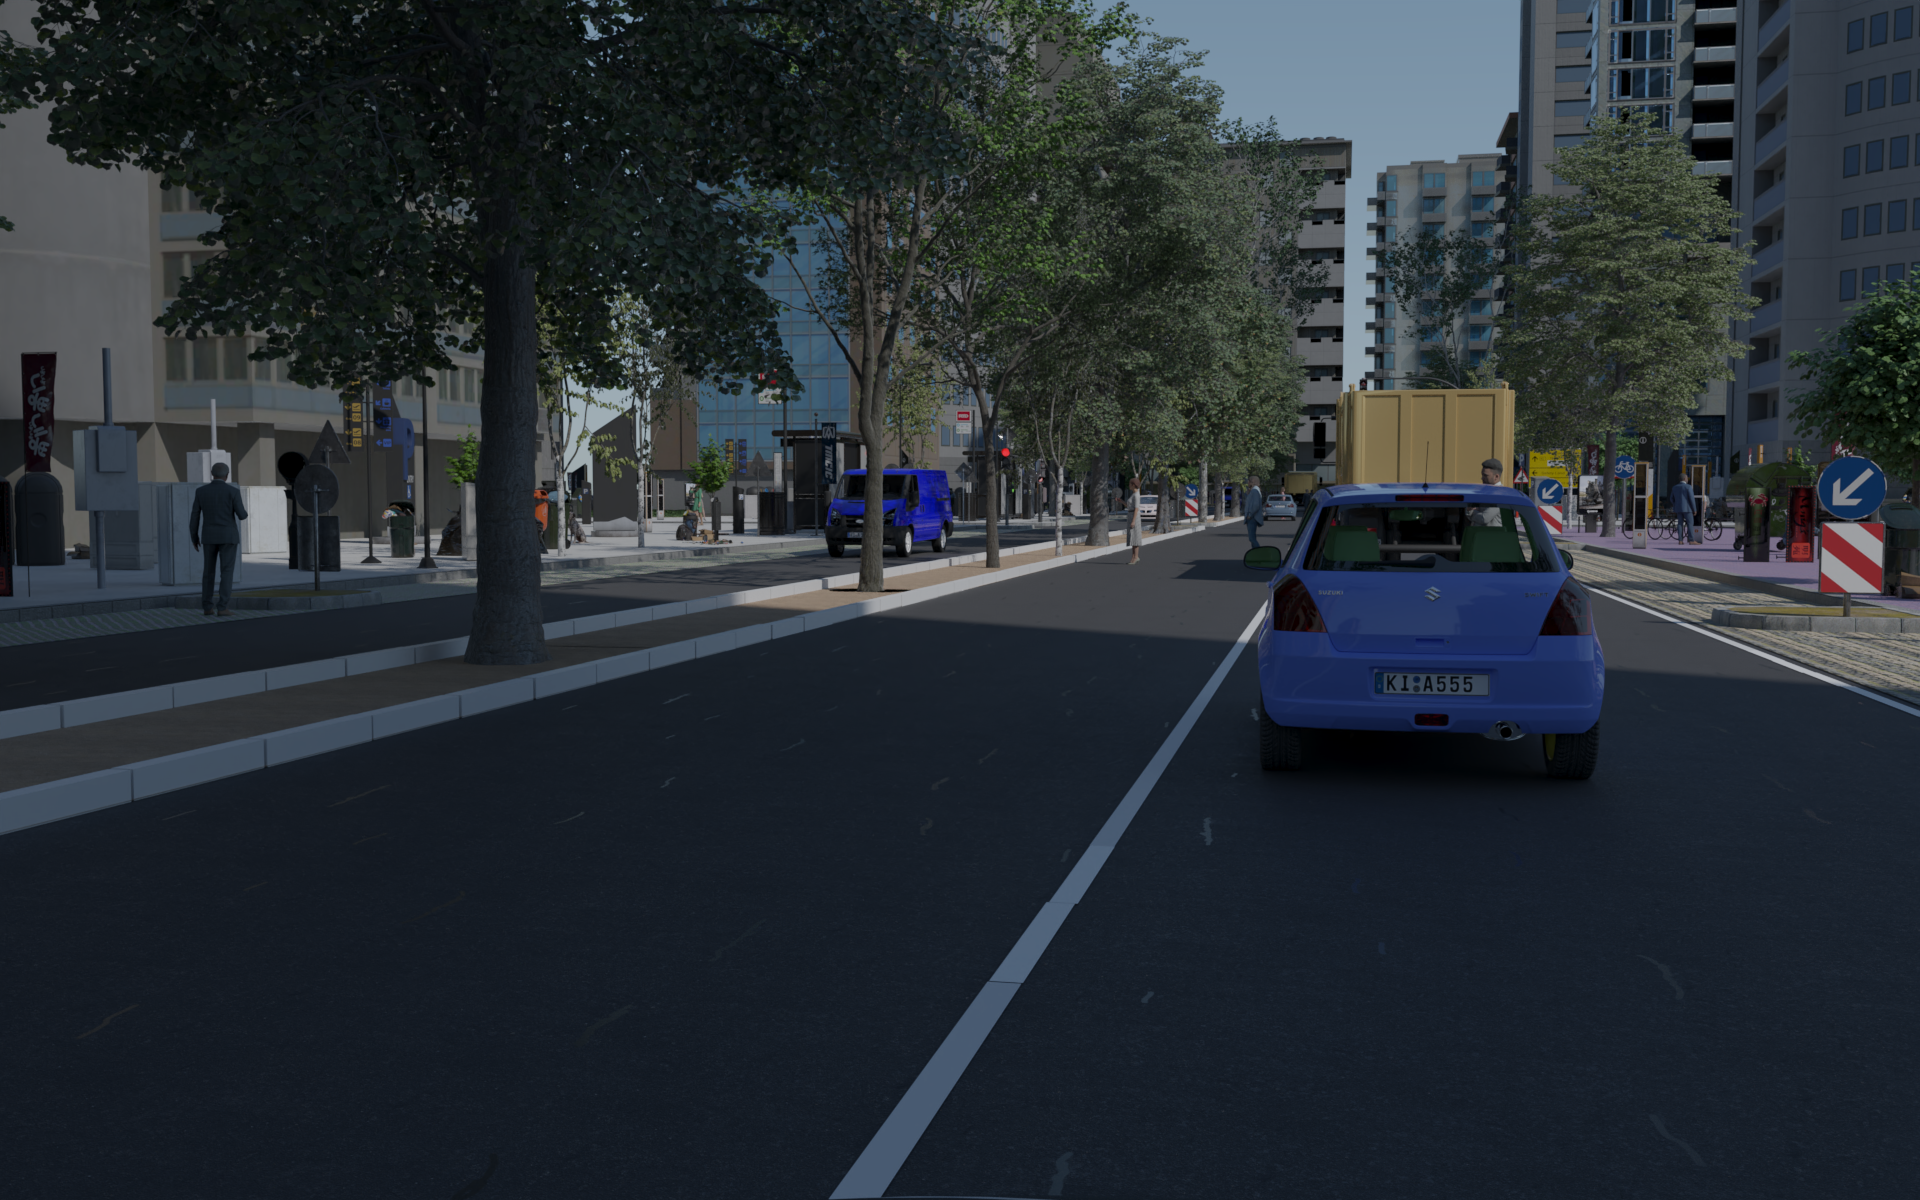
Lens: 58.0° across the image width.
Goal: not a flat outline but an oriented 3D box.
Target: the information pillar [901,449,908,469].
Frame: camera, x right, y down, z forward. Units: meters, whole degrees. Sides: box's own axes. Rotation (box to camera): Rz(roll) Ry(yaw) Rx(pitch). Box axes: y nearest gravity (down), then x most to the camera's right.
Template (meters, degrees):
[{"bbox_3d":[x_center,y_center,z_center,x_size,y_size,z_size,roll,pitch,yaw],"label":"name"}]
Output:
[{"bbox_3d":[-2.906,-6.081,90.785,0.183,3.616,0.504,3,5,45],"label":"information pillar"}]

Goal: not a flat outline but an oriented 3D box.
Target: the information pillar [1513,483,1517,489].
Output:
[{"bbox_3d":[31.598,-5.775,98.921,0.304,2.012,0.304,-2,4,-32],"label":"information pillar"}]

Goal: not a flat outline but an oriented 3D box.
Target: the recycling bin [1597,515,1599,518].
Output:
[{"bbox_3d":[34.548,-4.908,92.806,0.722,1.027,0.722,2,4,32],"label":"recycling bin"}]

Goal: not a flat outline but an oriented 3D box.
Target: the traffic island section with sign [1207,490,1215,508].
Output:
[{"bbox_3d":[26.011,-10.369,178.156,1.989,1.847,2.006,1,4,12],"label":"traffic island section with sign"}]

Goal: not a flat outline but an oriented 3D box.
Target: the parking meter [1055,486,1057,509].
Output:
[{"bbox_3d":[6.118,-6.564,113.030,0.255,1.863,0.399,3,5,45],"label":"parking meter"}]

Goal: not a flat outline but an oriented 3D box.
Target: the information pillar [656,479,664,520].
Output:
[{"bbox_3d":[-14.840,-4.969,85.741,0.304,2.012,0.304,-1,4,-23],"label":"information pillar"}]

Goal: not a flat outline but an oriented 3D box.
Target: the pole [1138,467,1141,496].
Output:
[{"bbox_3d":[13.741,-8.476,132.423,0.158,3.312,0.155,0,3,0],"label":"pole"}]

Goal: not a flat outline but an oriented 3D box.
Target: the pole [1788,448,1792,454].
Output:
[{"bbox_3d":[36.506,-5.043,76.302,0.158,3.312,0.155,0,3,0],"label":"pole"}]

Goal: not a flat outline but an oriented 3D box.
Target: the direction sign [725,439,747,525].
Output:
[{"bbox_3d":[-9.189,-4.839,71.116,0.876,3.537,0.379,-1,4,-14],"label":"direction sign"}]

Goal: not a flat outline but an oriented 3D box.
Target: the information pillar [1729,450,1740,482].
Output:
[{"bbox_3d":[41.284,-6.175,92.310,0.504,3.616,0.183,2,4,34],"label":"information pillar"}]

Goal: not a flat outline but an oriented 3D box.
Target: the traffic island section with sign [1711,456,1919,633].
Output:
[{"bbox_3d":[9.307,-0.619,18.746,1.989,1.847,2.006,1,4,12],"label":"traffic island section with sign"}]

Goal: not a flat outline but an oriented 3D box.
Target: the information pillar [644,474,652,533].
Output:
[{"bbox_3d":[-10.454,-3.249,57.609,0.304,2.012,0.304,2,4,28],"label":"information pillar"}]

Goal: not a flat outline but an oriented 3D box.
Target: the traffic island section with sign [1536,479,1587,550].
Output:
[{"bbox_3d":[15.145,-2.228,45.064,1.989,1.847,2.006,1,4,12],"label":"traffic island section with sign"}]

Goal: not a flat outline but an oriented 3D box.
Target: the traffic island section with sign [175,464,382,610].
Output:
[{"bbox_3d":[-8.586,-0.832,22.232,1.989,1.847,2.006,1,4,12],"label":"traffic island section with sign"}]

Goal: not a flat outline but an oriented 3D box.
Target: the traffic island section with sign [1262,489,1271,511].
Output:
[{"bbox_3d":[26.601,-8.702,150.407,2.006,1.907,1.989,1,4,12],"label":"traffic island section with sign"}]

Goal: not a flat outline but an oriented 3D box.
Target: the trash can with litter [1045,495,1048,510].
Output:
[{"bbox_3d":[7.291,-7.884,139.966,2.233,1.210,1.678,-2,4,-34],"label":"trash can with litter"}]

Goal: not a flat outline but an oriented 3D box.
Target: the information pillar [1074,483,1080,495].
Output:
[{"bbox_3d":[7.606,-6.615,112.649,0.304,2.012,0.304,3,5,44],"label":"information pillar"}]

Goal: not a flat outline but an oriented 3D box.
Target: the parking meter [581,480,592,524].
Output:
[{"bbox_3d":[-15.745,-4.120,73.073,0.399,1.863,0.255,0,4,0],"label":"parking meter"}]

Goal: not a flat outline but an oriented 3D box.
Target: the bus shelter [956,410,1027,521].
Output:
[{"bbox_3d":[1.439,-6.577,85.169,2.179,5.291,8.768,1,4,13],"label":"bus shelter"}]

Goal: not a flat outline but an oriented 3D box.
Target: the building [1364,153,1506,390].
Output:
[{"bbox_3d":[73.234,-38.332,246.338,30.456,49.044,23.786,1,4,12],"label":"building"}]

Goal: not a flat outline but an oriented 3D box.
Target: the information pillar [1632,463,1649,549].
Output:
[{"bbox_3d":[15.916,-2.202,40.496,0.304,2.012,0.304,2,4,25],"label":"information pillar"}]

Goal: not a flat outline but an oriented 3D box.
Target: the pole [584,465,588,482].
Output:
[{"bbox_3d":[-26.016,-7.750,120.553,0.158,3.312,0.155,0,3,0],"label":"pole"}]

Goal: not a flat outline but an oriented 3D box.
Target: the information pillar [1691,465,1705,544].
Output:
[{"bbox_3d":[18.969,-2.449,44.535,0.304,2.012,0.304,2,4,28],"label":"information pillar"}]

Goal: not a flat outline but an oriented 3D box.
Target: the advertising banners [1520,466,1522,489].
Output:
[{"bbox_3d":[29.398,-5.822,91.376,0.090,3.025,2.074,2,4,35],"label":"advertising banners"}]

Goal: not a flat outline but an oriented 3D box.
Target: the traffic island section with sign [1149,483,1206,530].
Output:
[{"bbox_3d":[8.722,-3.772,69.814,2.006,1.907,1.989,1,4,12],"label":"traffic island section with sign"}]

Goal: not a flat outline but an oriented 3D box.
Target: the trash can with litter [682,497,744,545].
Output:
[{"bbox_3d":[-6.427,-2.050,44.575,1.678,1.210,2.233,0,4,-1],"label":"trash can with litter"}]

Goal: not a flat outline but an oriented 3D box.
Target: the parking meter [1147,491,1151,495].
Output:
[{"bbox_3d":[15.725,-8.278,143.762,0.372,1.533,0.369,0,3,0],"label":"parking meter"}]

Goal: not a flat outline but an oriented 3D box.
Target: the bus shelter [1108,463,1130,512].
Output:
[{"bbox_3d":[11.451,-8.447,129.399,1.731,3.624,6.357,1,4,13],"label":"bus shelter"}]

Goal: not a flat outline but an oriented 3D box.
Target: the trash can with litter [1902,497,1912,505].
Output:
[{"bbox_3d":[41.409,-3.836,73.769,2.233,1.210,1.678,3,5,43],"label":"trash can with litter"}]

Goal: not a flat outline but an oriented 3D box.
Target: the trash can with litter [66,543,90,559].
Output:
[{"bbox_3d":[-17.092,-1.403,34.331,0.624,1.170,1.055,2,4,29],"label":"trash can with litter"}]

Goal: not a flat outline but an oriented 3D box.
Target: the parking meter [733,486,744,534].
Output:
[{"bbox_3d":[-7.158,-2.909,55.971,0.372,1.533,0.369,0,3,0],"label":"parking meter"}]

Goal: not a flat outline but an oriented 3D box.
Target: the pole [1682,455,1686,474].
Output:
[{"bbox_3d":[37.759,-5.903,90.358,0.158,3.312,0.155,0,3,0],"label":"pole"}]

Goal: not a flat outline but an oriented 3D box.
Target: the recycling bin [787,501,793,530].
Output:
[{"bbox_3d":[-6.106,-2.985,61.357,0.722,1.027,0.722,3,5,40],"label":"recycling bin"}]

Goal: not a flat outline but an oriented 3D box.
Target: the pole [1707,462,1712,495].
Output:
[{"bbox_3d":[47.187,-7.049,109.093,0.158,3.312,0.155,0,3,0],"label":"pole"}]

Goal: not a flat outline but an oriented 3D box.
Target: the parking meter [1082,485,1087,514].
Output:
[{"bbox_3d":[7.917,-6.425,110.759,0.255,1.863,0.399,-1,4,-21],"label":"parking meter"}]

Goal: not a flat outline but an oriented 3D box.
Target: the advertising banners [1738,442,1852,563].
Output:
[{"bbox_3d":[15.688,-2.211,32.337,2.074,3.025,0.090,1,4,13],"label":"advertising banners"}]

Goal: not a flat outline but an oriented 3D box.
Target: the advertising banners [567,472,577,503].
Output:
[{"bbox_3d":[-31.062,-8.718,138.719,0.090,3.025,2.074,1,4,11],"label":"advertising banners"}]

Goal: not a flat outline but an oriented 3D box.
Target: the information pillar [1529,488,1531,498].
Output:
[{"bbox_3d":[25.970,-4.520,78.396,0.304,2.012,0.304,-1,4,-10],"label":"information pillar"}]

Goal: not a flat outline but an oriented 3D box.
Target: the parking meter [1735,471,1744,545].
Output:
[{"bbox_3d":[19.769,-2.318,43.602,0.255,1.863,0.399,-2,4,-29],"label":"parking meter"}]

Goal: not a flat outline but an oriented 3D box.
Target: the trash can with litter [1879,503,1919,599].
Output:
[{"bbox_3d":[11.849,-0.621,21.546,0.624,1.170,1.055,1,4,10],"label":"trash can with litter"}]

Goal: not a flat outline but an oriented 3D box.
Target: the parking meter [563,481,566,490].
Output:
[{"bbox_3d":[-17.427,-4.290,75.851,0.255,1.863,0.399,1,4,11],"label":"parking meter"}]

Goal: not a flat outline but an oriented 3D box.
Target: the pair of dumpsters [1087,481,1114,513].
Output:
[{"bbox_3d":[9.317,-6.941,115.985,1.574,2.255,4.437,1,4,12],"label":"pair of dumpsters"}]

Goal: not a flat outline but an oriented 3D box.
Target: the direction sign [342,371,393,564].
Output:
[{"bbox_3d":[-10.925,-2.448,32.025,0.876,3.537,0.379,-2,4,-30],"label":"direction sign"}]

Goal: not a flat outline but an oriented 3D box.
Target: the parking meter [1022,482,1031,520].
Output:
[{"bbox_3d":[3.347,-4.952,86.679,0.399,1.863,0.255,2,4,32],"label":"parking meter"}]

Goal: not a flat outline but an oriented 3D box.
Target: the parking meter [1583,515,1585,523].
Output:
[{"bbox_3d":[27.786,-4.350,76.832,0.255,1.863,0.399,1,4,18],"label":"parking meter"}]

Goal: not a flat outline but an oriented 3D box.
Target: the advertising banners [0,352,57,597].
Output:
[{"bbox_3d":[-12.098,-1.555,21.609,2.074,3.025,0.090,1,4,14],"label":"advertising banners"}]

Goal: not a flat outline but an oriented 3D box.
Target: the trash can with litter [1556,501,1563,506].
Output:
[{"bbox_3d":[36.935,-5.875,107.441,0.624,1.170,1.055,-1,4,-20],"label":"trash can with litter"}]

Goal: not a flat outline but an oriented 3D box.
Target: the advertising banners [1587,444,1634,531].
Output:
[{"bbox_3d":[22.770,-3.939,60.587,0.090,3.025,2.074,-2,4,-32],"label":"advertising banners"}]

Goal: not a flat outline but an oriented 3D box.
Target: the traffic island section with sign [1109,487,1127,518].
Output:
[{"bbox_3d":[9.332,-5.770,102.974,1.989,1.847,2.006,1,4,12],"label":"traffic island section with sign"}]

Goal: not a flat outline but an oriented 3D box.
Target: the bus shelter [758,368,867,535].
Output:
[{"bbox_3d":[-4.812,-4.901,57.771,2.179,5.291,8.768,1,4,12],"label":"bus shelter"}]

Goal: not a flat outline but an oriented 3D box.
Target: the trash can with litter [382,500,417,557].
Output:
[{"bbox_3d":[-11.332,-1.449,35.082,0.624,1.170,1.055,-1,4,-13],"label":"trash can with litter"}]

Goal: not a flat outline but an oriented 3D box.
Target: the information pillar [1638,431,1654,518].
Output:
[{"bbox_3d":[22.645,-4.032,57.276,0.504,3.616,0.183,1,4,18],"label":"information pillar"}]

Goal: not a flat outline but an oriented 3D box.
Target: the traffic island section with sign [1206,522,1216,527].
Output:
[{"bbox_3d":[10.335,-4.215,77.044,2.006,1.907,1.989,1,4,12],"label":"traffic island section with sign"}]

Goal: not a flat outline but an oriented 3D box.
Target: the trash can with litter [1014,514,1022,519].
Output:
[{"bbox_3d":[3.126,-4.817,90.139,0.624,1.170,1.055,-2,4,-23],"label":"trash can with litter"}]

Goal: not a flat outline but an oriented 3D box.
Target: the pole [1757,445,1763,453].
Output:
[{"bbox_3d":[33.223,-4.780,72.000,0.158,3.312,0.155,0,3,0],"label":"pole"}]
